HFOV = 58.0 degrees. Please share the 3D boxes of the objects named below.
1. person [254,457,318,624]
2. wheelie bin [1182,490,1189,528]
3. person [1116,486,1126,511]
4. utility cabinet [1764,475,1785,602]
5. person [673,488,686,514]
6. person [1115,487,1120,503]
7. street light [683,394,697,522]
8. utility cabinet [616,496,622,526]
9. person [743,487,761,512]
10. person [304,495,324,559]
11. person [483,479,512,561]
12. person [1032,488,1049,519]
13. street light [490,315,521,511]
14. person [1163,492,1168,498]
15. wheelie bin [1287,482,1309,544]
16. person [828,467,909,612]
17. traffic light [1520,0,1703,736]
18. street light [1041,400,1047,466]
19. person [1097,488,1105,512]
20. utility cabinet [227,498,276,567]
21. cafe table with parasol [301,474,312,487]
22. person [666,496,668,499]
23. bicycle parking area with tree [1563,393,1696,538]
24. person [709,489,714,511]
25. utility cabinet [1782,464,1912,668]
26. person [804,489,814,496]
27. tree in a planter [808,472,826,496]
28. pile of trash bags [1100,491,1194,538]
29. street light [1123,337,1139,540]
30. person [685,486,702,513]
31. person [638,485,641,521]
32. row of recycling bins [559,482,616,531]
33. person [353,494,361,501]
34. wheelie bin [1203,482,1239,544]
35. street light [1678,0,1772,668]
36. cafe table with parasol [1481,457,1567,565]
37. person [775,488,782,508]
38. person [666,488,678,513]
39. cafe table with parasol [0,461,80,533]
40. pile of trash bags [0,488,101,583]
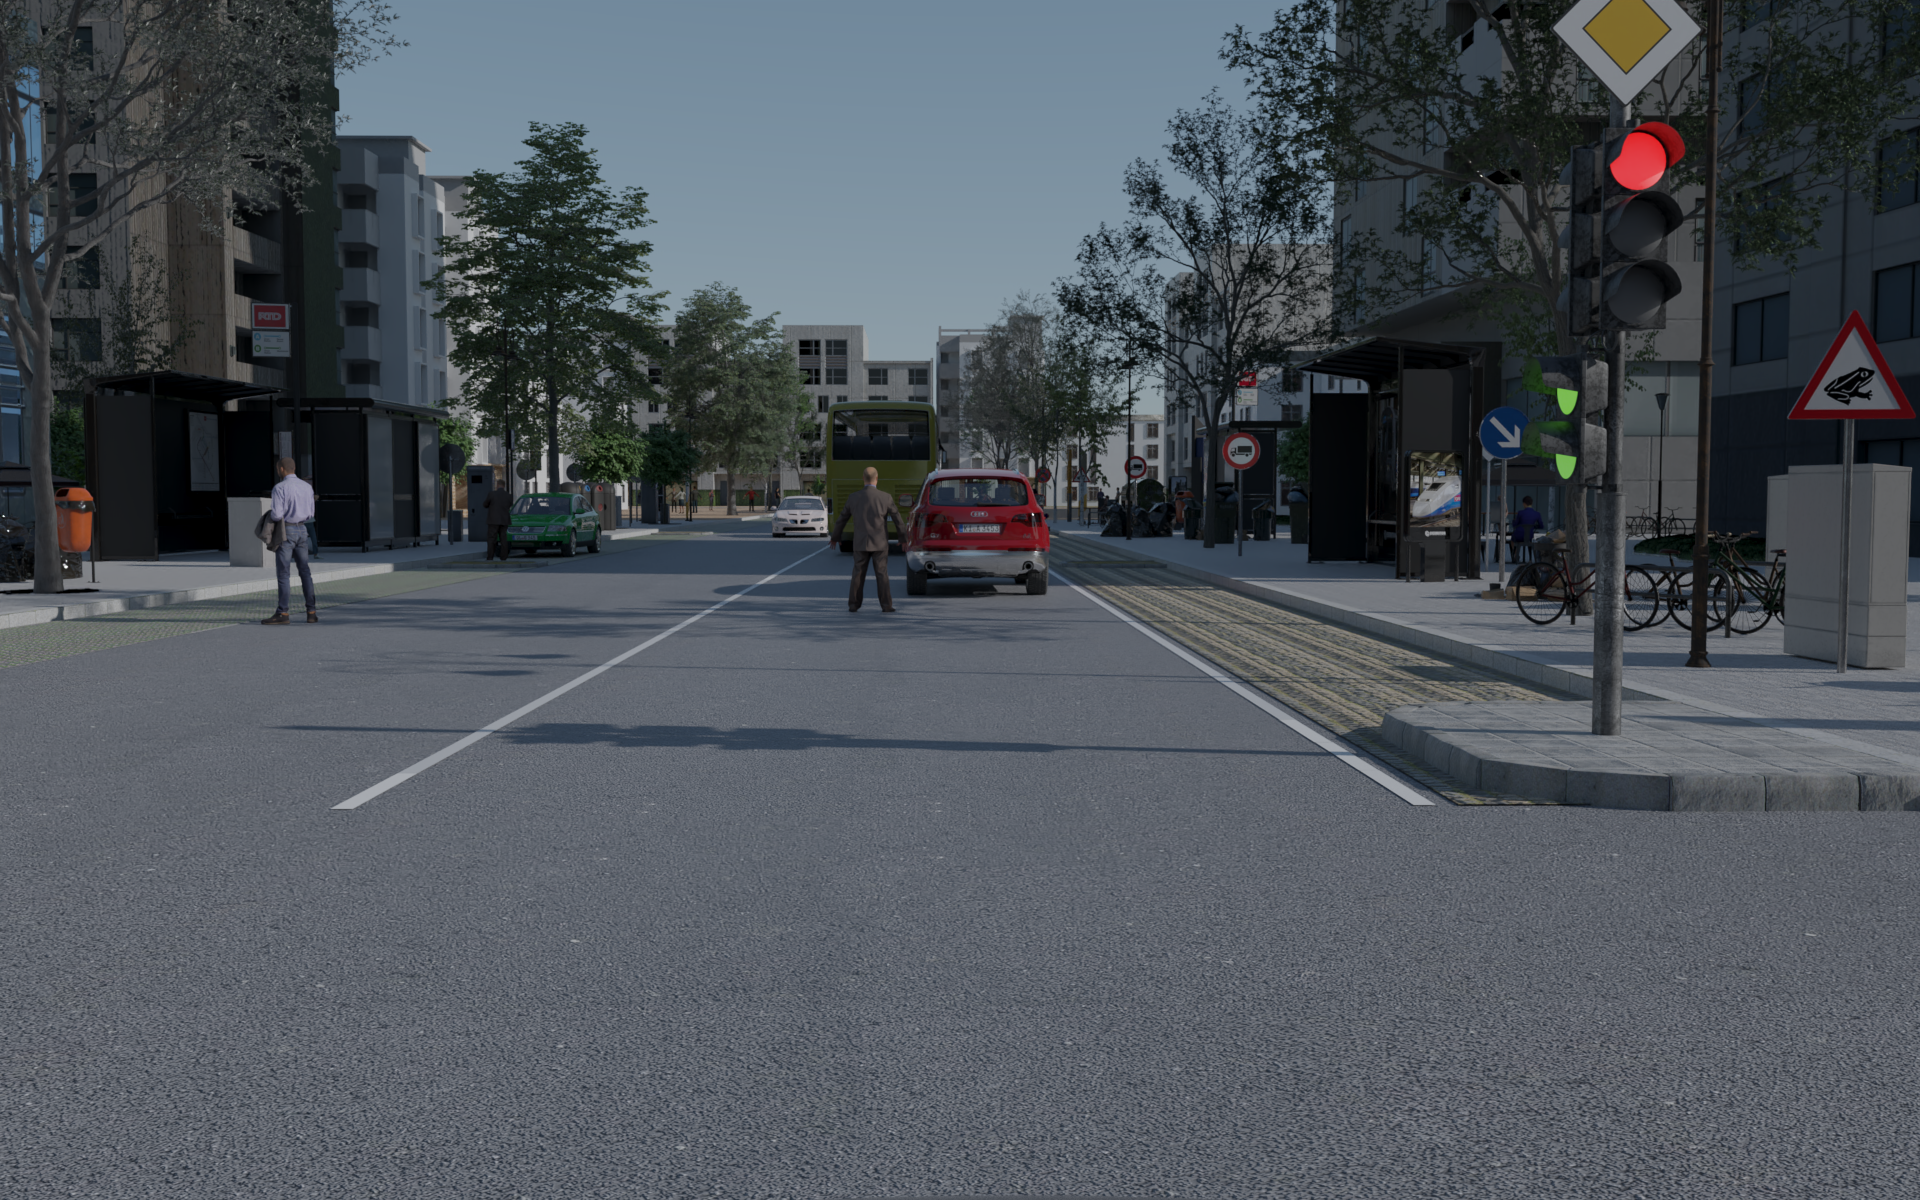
[{"bbox_3d":[-7.491,-0.662,19.190,0.599,1.838,0.709,2,4,29],"label":"person"},{"bbox_3d":[8.393,-3.544,65.849,0.693,1.594,0.980,-1,4,-18],"label":"wheelie bin"},{"bbox_3d":[10.946,-6.741,116.276,0.705,1.823,1.348,-3,4,-36],"label":"person"},{"bbox_3d":[9.376,-0.650,19.310,1.173,1.500,0.318,-3,5,-42],"label":"utility cabinet"},{"bbox_3d":[-18.403,-6.559,114.077,0.721,1.735,1.217,3,4,37],"label":"person"},{"bbox_3d":[12.403,-7.972,136.393,0.705,1.824,1.348,1,4,14],"label":"person"},{"bbox_3d":[-12.509,-6.576,80.309,0.468,5.910,1.993,0,4,-1],"label":"street light"},{"bbox_3d":[-14.020,-3.556,69.298,1.020,1.237,0.306,2,4,29],"label":"utility cabinet"},{"bbox_3d":[-15.118,-7.321,125.679,1.348,1.831,0.705,-1,4,-20],"label":"person"},{"bbox_3d":[-12.784,-1.472,34.025,0.340,1.345,0.435,2,4,35],"label":"person"},{"bbox_3d":[-9.726,-1.662,36.354,0.600,1.739,0.565,2,4,28],"label":"person"},{"bbox_3d":[1.349,-1.243,31.192,0.453,1.535,0.546,1,4,10],"label":"person"},{"bbox_3d":[-11.733,-4.407,44.844,0.468,5.910,1.993,0,4,-1],"label":"street light"},{"bbox_3d":[16.345,-8.108,139.425,1.217,1.723,0.721,-2,4,-34],"label":"person"},{"bbox_3d":[8.840,-2.252,44.732,0.693,1.594,0.980,2,4,25],"label":"wheelie bin"},{"bbox_3d":[-1.101,-0.735,21.075,0.990,1.755,0.434,1,4,10],"label":"person"},{"bbox_3d":[3.437,-1.237,9.147,0.839,4.253,0.868,0,4,-1],"label":"traffic light"},{"bbox_3d":[4.019,-6.800,83.969,0.468,5.910,1.993,0,4,-1],"label":"street light"},{"bbox_3d":[10.068,-7.145,123.777,0.541,1.710,0.530,1,4,17],"label":"person"},{"bbox_3d":[-12.527,-1.193,30.662,1.020,1.237,0.306,2,4,35],"label":"utility cabinet"},{"bbox_3d":[-22.561,-3.391,60.314,2.610,1.966,2.610,1,4,23],"label":"cafe table with parasol"},{"bbox_3d":[-21.588,-7.356,126.329,0.705,1.821,1.348,0,4,7],"label":"person"},{"bbox_3d":[22.377,-3.869,50.254,8.231,4.147,9.016,0,4,-5],"label":"bicycle parking area with tree"},{"bbox_3d":[-19.162,-7.719,133.718,0.415,1.643,0.593,0,4,-2],"label":"person"},{"bbox_3d":[6.725,-0.273,13.144,0.318,1.500,1.173,0,4,-2],"label":"utility cabinet"},{"bbox_3d":[-10.692,-6.957,122.244,1.348,1.824,0.705,-1,4,-21],"label":"person"},{"bbox_3d":[-11.298,-8.598,137.794,1.991,3.239,1.994,0,4,-1],"label":"tree in a planter"},{"bbox_3d":[5.722,-2.544,51.346,1.912,1.369,3.447,-2,4,-35],"label":"pile of trash bags"},{"bbox_3d":[4.718,-4.615,48.245,0.468,5.910,1.993,0,4,-1],"label":"street light"},{"bbox_3d":[-17.905,-6.771,116.778,0.705,1.821,1.348,3,5,44],"label":"person"},{"bbox_3d":[-15.028,-4.576,81.687,0.431,1.722,0.655,0,4,-1],"label":"person"},{"bbox_3d":[-12.909,-3.212,59.624,1.069,1.692,3.534,1,4,14],"label":"row of recycling bins"},{"bbox_3d":[-28.355,-4.540,81.734,0.517,1.644,0.566,-1,4,-19],"label":"person"},{"bbox_3d":[6.801,-2.256,44.793,0.980,1.594,0.693,-1,4,-12],"label":"wheelie bin"},{"bbox_3d":[5.483,-2.440,12.687,0.468,5.910,1.993,0,4,-1],"label":"street light"},{"bbox_3d":[10.260,-1.663,32.055,2.610,1.966,2.610,-2,4,-29],"label":"cafe table with parasol"},{"bbox_3d":[-15.434,-8.592,146.529,0.705,1.822,1.348,-2,4,-27],"label":"person"},{"bbox_3d":[-19.764,-6.913,119.789,1.217,1.735,0.721,-1,4,-16],"label":"person"},{"bbox_3d":[-19.632,-1.888,35.736,2.610,1.966,2.610,-1,4,-8],"label":"cafe table with parasol"},{"bbox_3d":[-13.849,-0.974,25.672,3.447,1.369,1.912,2,4,35],"label":"pile of trash bags"}]
